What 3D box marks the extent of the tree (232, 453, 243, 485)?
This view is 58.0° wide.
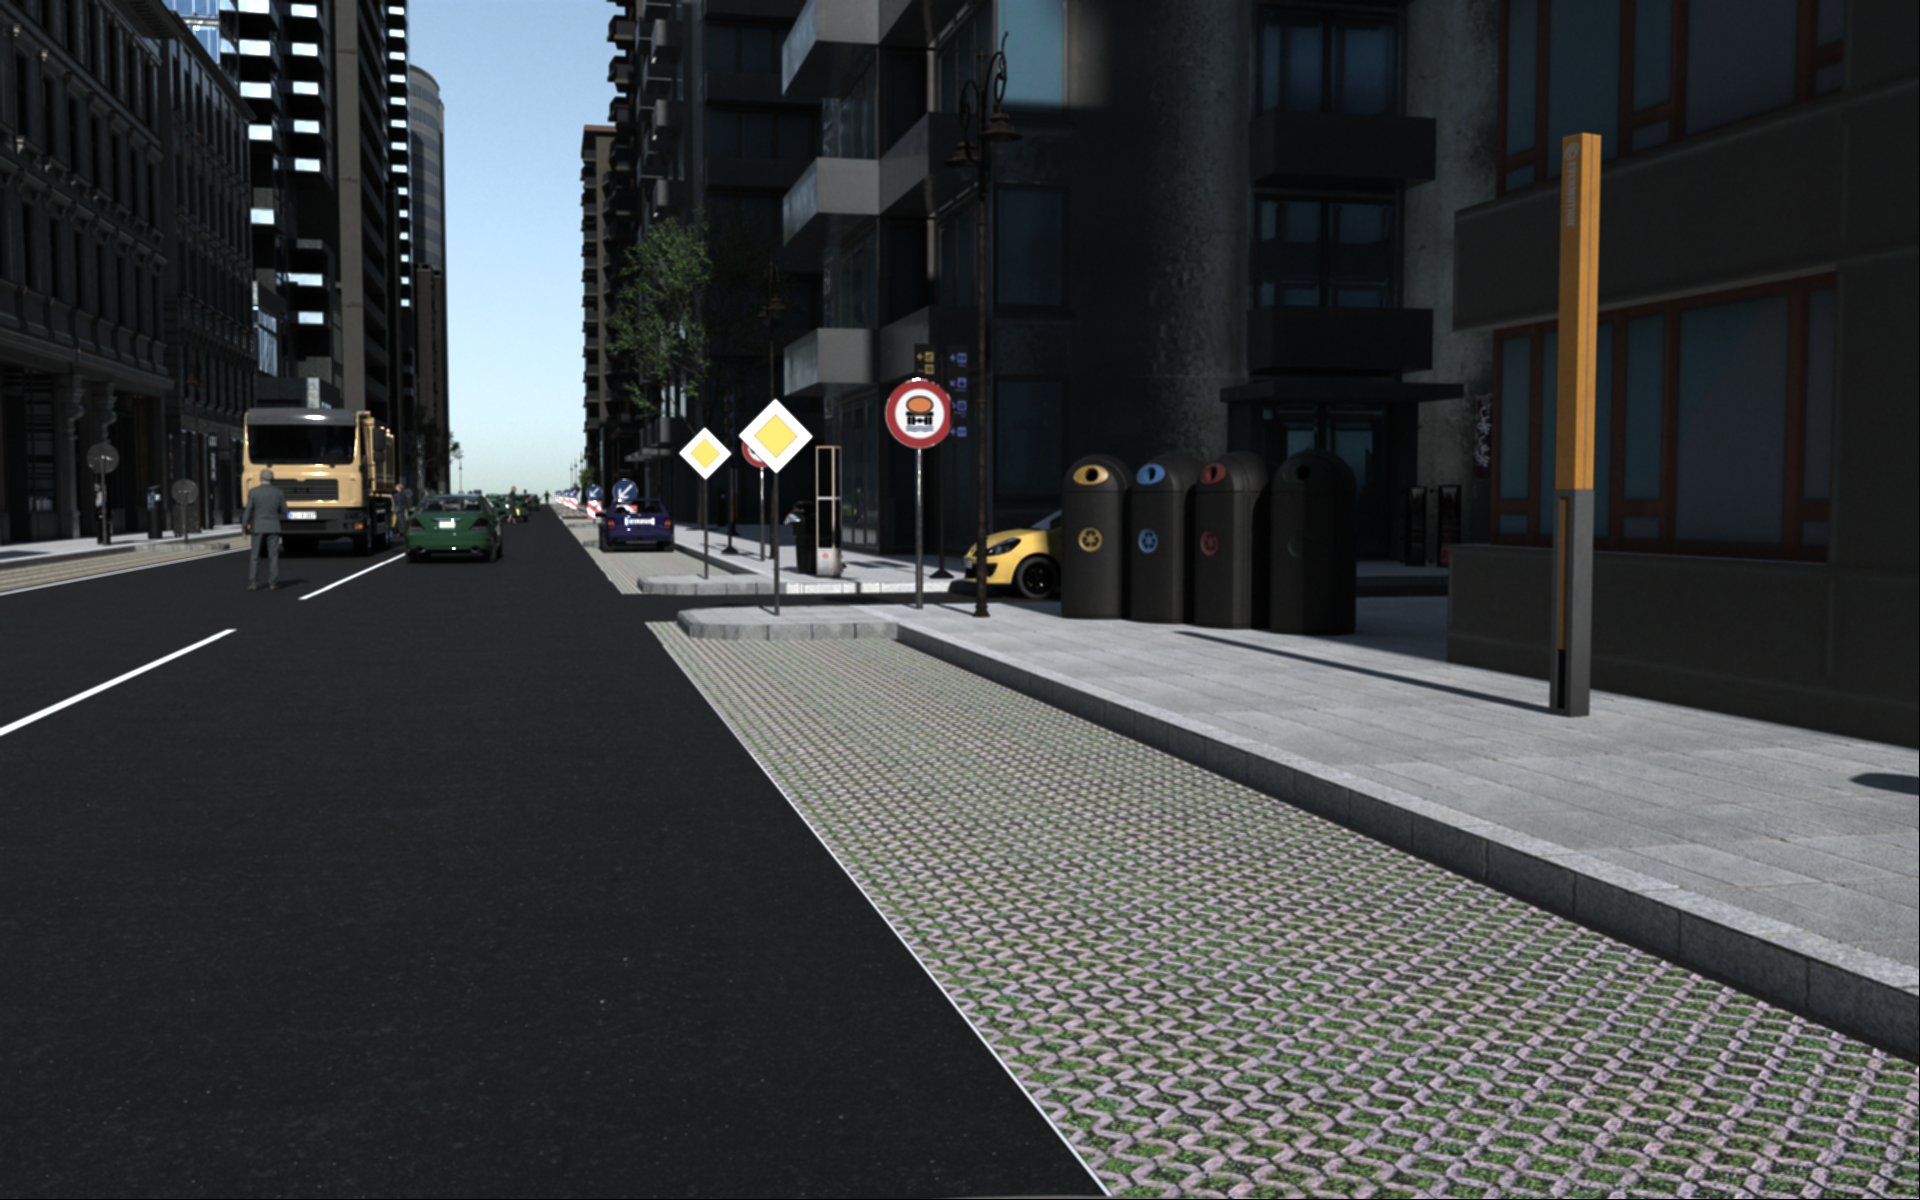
[{"bbox_3d":[-28.120,-4.570,69.321,1.663,3.219,1.824,0,3,0],"label":"tree"}]

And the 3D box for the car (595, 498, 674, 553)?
[{"bbox_3d":[-8.162,-1.893,43.530,1.945,1.354,3.894,-1,4,-14],"label":"car"}]

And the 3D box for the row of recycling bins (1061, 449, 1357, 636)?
[{"bbox_3d":[2.385,-0.610,17.084,1.069,1.692,3.534,-3,5,-42],"label":"row of recycling bins"}]

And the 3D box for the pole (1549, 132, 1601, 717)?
[{"bbox_3d":[3.534,-0.985,9.948,0.158,3.312,0.155,0,3,0],"label":"pole"}]

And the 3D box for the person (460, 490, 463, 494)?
[{"bbox_3d":[-40.129,-7.988,139.840,0.721,1.736,1.217,-1,4,-20],"label":"person"}]

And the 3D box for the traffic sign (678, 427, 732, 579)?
[{"bbox_3d":[-3.813,-1.365,25.963,0.795,2.450,0.064,-1,4,-14],"label":"traffic sign"}]

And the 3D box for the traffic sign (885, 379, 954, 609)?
[{"bbox_3d":[-0.453,-1.171,19.256,0.768,2.556,0.104,-1,4,-8],"label":"traffic sign"}]

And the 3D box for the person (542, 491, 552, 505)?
[{"bbox_3d":[-52.364,-12.930,219.529,1.348,1.869,0.705,-1,4,-23],"label":"person"}]

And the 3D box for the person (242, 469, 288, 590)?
[{"bbox_3d":[-10.397,-1.053,25.887,0.661,1.801,0.590,-2,4,-32],"label":"person"}]

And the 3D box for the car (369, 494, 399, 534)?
[{"bbox_3d":[-21.543,-3.276,63.793,2.015,1.641,3.980,-1,4,-14],"label":"car"}]

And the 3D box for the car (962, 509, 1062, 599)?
[{"bbox_3d":[2.018,-0.883,24.667,3.980,1.641,2.015,-1,4,-14],"label":"car"}]

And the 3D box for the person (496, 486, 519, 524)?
[{"bbox_3d":[-21.536,-4.492,82.163,0.699,1.804,1.509,3,5,43],"label":"person"}]

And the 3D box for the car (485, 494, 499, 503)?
[{"bbox_3d":[-50.400,-10.883,186.732,1.959,1.807,4.718,-1,4,-12],"label":"car"}]

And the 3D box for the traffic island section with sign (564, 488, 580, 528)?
[{"bbox_3d":[-15.799,-4.011,74.206,1.989,1.847,2.006,-1,4,-14],"label":"traffic island section with sign"}]

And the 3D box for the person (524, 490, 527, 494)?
[{"bbox_3d":[-38.915,-8.956,154.900,0.705,1.831,1.348,-1,4,-12],"label":"person"}]

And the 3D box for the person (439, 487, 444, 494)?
[{"bbox_3d":[-27.638,-5.100,92.224,0.374,1.781,0.599,0,4,6],"label":"person"}]

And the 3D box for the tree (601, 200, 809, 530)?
[{"bbox_3d":[-9.034,-8.281,61.157,9.928,11.665,9.643,0,3,0],"label":"tree"}]

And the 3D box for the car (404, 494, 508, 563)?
[{"bbox_3d":[-10.924,-1.573,37.515,2.131,1.459,4.920,-1,4,-12],"label":"car"}]

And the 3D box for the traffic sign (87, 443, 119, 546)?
[{"bbox_3d":[-21.252,-2.622,42.968,0.768,2.556,0.104,0,4,-6],"label":"traffic sign"}]

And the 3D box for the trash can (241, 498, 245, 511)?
[{"bbox_3d":[-27.041,-3.327,66.055,0.748,1.137,0.748,0,3,0],"label":"trash can"}]

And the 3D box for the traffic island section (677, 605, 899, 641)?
[{"bbox_3d":[-1.913,0.244,18.284,2.009,0.180,2.903,-1,4,-14],"label":"traffic island section"}]

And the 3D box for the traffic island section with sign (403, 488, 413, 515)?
[{"bbox_3d":[-38.179,-6.809,119.959,1.989,1.847,2.006,-1,4,-14],"label":"traffic island section with sign"}]

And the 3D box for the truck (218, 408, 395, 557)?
[{"bbox_3d":[-15.309,-2.797,41.651,3.469,3.379,9.791,-1,4,-14],"label":"truck"}]

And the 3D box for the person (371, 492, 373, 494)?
[{"bbox_3d":[-26.546,-4.227,77.735,0.709,1.813,0.853,0,4,6],"label":"person"}]

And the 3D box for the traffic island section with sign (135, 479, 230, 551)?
[{"bbox_3d":[-19.847,-2.183,44.316,1.989,1.847,2.006,-1,4,-14],"label":"traffic island section with sign"}]

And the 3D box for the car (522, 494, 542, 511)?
[{"bbox_3d":[-37.133,-8.398,149.100,2.131,1.459,4.920,-1,4,-12],"label":"car"}]

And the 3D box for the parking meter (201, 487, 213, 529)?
[{"bbox_3d":[-27.525,-3.359,63.329,0.372,1.533,0.369,0,3,0],"label":"parking meter"}]

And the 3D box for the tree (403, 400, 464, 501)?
[{"bbox_3d":[-53.036,-14.428,170.311,8.767,10.594,7.601,-1,4,-13],"label":"tree"}]

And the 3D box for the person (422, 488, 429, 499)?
[{"bbox_3d":[-29.488,-5.304,95.553,0.374,1.781,0.599,-2,4,-27],"label":"person"}]

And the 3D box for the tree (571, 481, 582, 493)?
[{"bbox_3d":[-55.492,-15.612,249.855,1.663,3.219,1.824,0,3,0],"label":"tree"}]

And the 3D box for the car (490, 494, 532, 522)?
[{"bbox_3d":[-23.384,-4.792,90.147,2.131,1.459,4.920,-1,4,-14],"label":"car"}]

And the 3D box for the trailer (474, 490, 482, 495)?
[{"bbox_3d":[-69.685,-14.867,250.125,1.471,1.999,3.904,-1,4,-12],"label":"trailer"}]

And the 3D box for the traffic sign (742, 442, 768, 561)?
[{"bbox_3d":[-3.767,-2.011,32.986,0.768,2.556,0.104,-1,4,-12],"label":"traffic sign"}]

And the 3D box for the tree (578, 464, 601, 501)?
[{"bbox_3d":[-39.091,-12.289,184.632,4.285,4.588,4.351,0,3,0],"label":"tree"}]

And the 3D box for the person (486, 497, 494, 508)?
[{"bbox_3d":[-20.962,-3.934,77.106,0.425,1.301,0.394,0,4,-1],"label":"person"}]

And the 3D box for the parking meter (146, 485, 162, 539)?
[{"bbox_3d":[-22.912,-2.499,49.267,0.372,1.533,0.369,0,3,0],"label":"parking meter"}]

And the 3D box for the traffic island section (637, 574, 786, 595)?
[{"bbox_3d":[-3.792,-0.230,26.045,2.009,0.180,2.903,-1,4,-14],"label":"traffic island section"}]

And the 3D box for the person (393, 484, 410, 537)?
[{"bbox_3d":[-18.642,-2.993,57.864,0.534,1.772,0.576,0,4,-1],"label":"person"}]

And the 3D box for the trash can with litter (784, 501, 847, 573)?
[{"bbox_3d":[-2.328,-1.022,28.103,0.624,1.170,1.055,2,4,29],"label":"trash can with litter"}]

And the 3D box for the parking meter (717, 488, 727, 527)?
[{"bbox_3d":[-9.391,-3.666,68.350,0.372,1.533,0.369,0,3,0],"label":"parking meter"}]

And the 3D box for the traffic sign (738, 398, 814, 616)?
[{"bbox_3d":[-1.934,-0.890,18.201,0.795,2.450,0.064,-1,4,-14],"label":"traffic sign"}]

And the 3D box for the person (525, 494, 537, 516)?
[{"bbox_3d":[-28.484,-6.281,114.454,1.065,1.426,0.557,-1,4,-22],"label":"person"}]

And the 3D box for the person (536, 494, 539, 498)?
[{"bbox_3d":[-57.069,-13.559,233.450,1.065,1.426,0.557,2,4,27],"label":"person"}]

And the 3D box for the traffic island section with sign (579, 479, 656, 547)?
[{"bbox_3d":[-9.254,-2.358,47.187,1.989,1.847,2.006,-1,4,-14],"label":"traffic island section with sign"}]
